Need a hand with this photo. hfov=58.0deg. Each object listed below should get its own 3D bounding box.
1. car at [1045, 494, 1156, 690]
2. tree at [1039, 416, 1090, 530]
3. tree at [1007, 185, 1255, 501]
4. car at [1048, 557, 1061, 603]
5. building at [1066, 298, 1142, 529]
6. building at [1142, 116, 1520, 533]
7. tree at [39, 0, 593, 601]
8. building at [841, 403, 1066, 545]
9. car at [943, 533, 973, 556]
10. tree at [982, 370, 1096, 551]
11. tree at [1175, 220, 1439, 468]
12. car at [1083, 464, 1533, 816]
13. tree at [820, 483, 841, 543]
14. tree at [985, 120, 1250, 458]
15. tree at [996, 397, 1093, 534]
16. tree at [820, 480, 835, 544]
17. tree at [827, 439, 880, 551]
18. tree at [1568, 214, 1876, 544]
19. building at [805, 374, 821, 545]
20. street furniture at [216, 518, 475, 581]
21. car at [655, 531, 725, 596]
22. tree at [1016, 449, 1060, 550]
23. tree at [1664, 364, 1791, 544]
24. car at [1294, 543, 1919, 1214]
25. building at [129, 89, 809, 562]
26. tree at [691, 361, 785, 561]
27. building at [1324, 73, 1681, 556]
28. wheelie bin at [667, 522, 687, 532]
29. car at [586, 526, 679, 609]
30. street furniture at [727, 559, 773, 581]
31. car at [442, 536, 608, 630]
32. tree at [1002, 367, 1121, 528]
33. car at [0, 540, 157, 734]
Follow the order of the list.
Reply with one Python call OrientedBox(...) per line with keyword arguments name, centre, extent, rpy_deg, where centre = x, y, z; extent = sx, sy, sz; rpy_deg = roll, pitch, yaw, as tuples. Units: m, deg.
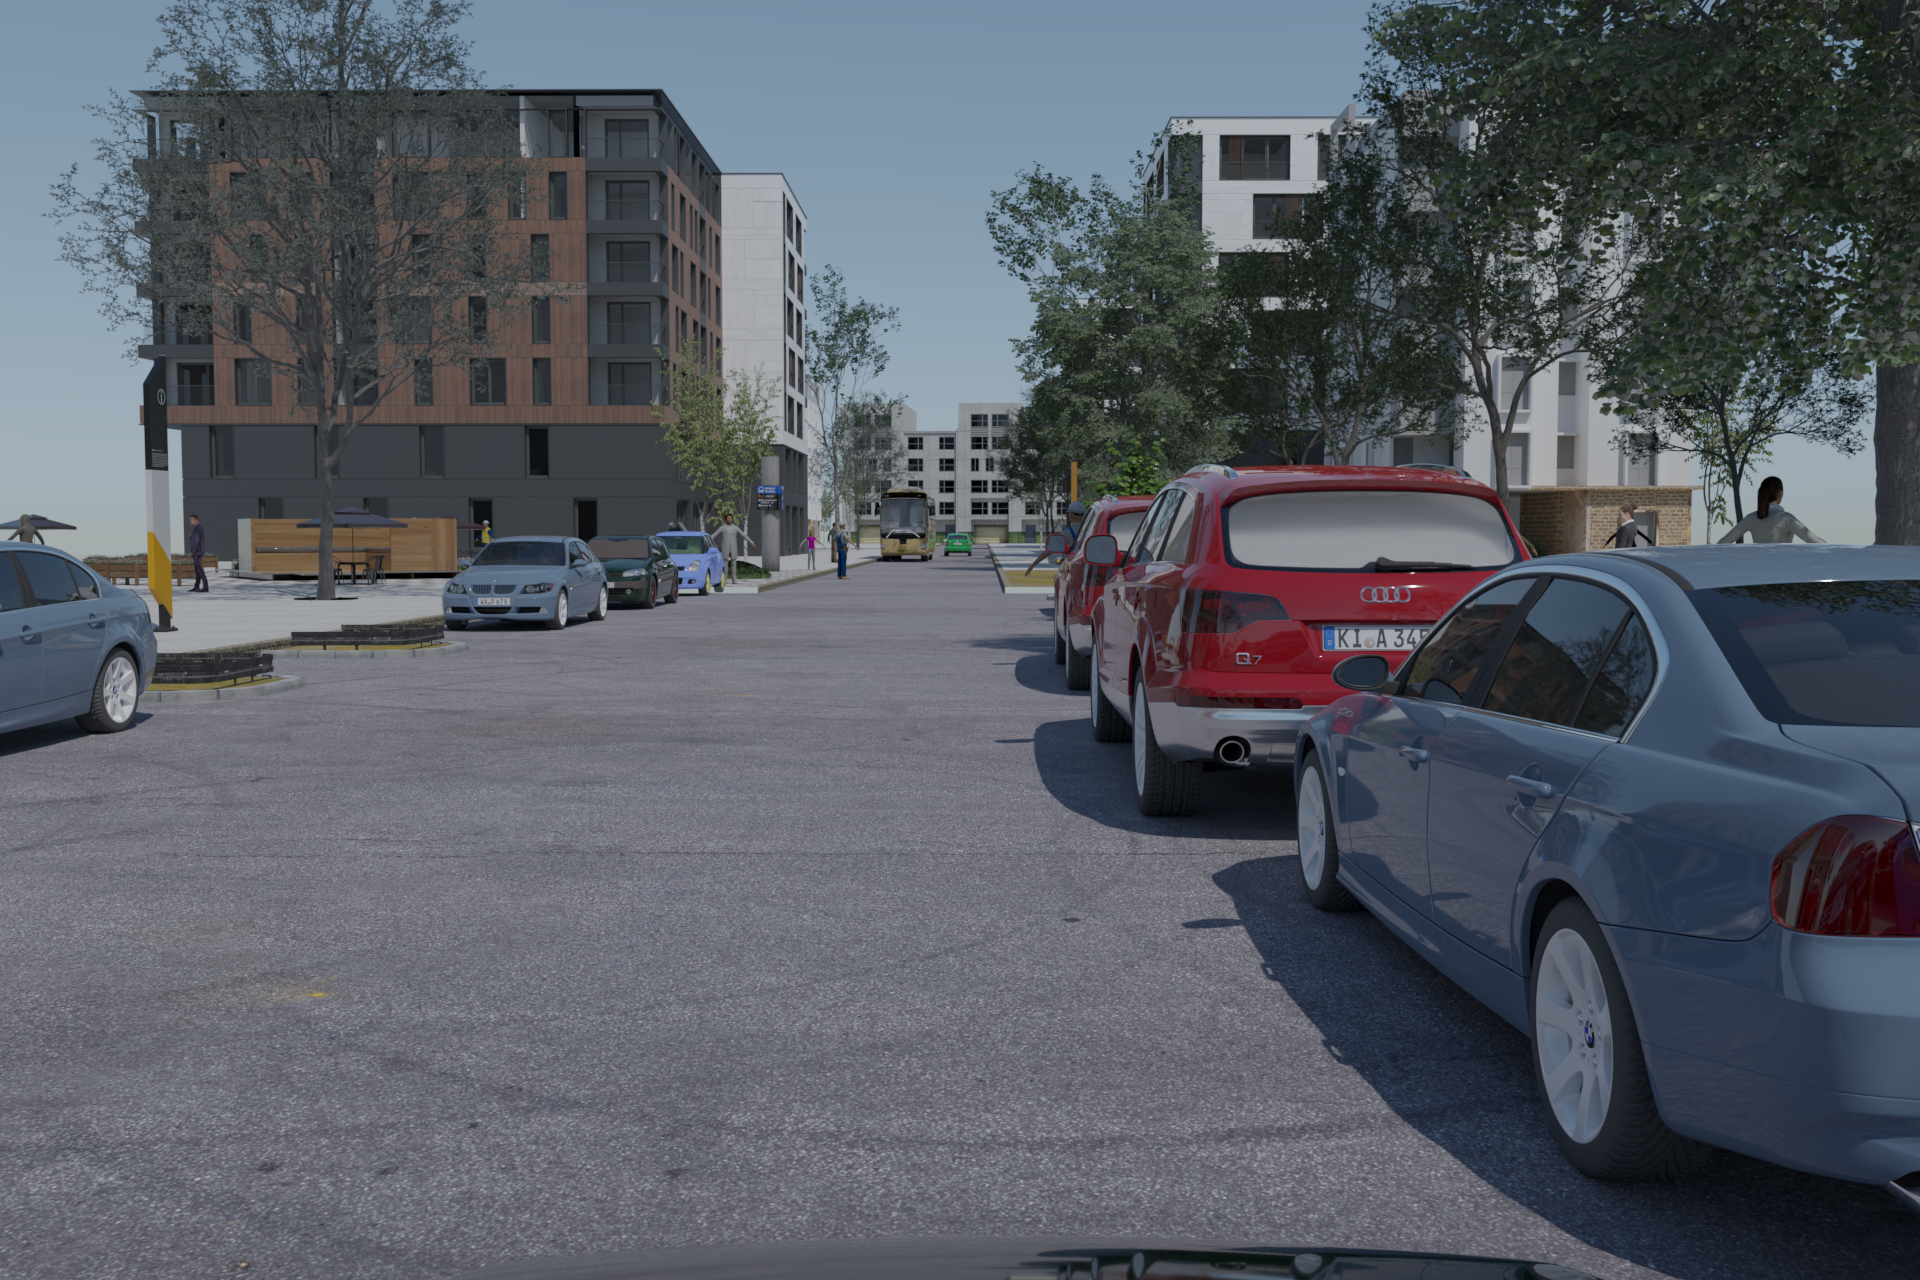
OrientedBox(name="car", centre=(2.015, -0.535, 17.426), extent=(2.281, 1.827, 5.304), rpy_deg=(0, 4, 1))
OrientedBox(name="tree", centre=(7.240, -9.546, 106.437), extent=(4.360, 8.622, 3.978), rpy_deg=(0, 3, 0))
OrientedBox(name="tree", centre=(6.603, -9.708, 65.379), extent=(9.857, 13.997, 8.962), rpy_deg=(0, 3, 0))
OrientedBox(name="car", centre=(2.623, -1.289, 31.297), extent=(2.015, 1.641, 3.980), rpy_deg=(0, 4, 0))
OrientedBox(name="building", centre=(24.046, -19.703, 166.116), extent=(27.936, 21.610, 32.646), rpy_deg=(0, 4, 1))
OrientedBox(name="building", centre=(24.326, -15.742, 101.356), extent=(27.936, 21.610, 32.646), rpy_deg=(0, 4, 0))
OrientedBox(name="tree", centre=(-12.177, -7.518, 33.284), extent=(12.009, 13.543, 11.850), rpy_deg=(0, 3, 0))
OrientedBox(name="building", centre=(0.435, -22.692, 239.934), extent=(31.486, 18.905, 16.747), rpy_deg=(0, 4, 5))
OrientedBox(name="car", centre=(-0.114, -6.330, 112.293), extent=(1.959, 1.807, 4.718), rpy_deg=(0, 4, 1))
OrientedBox(name="tree", centre=(6.532, -13.462, 130.480), extent=(12.009, 13.543, 11.850), rpy_deg=(0, 3, 0))
OrientedBox(name="tree", centre=(10.028, -7.110, 50.656), extent=(8.767, 10.594, 7.601), rpy_deg=(2, 4, 23))
OrientedBox(name="car", centre=(1.918, -0.101, 10.323), extent=(2.281, 1.827, 5.304), rpy_deg=(0, 4, 0))
OrientedBox(name="tree", centre=(-18.374, -17.741, 240.432), extent=(4.737, 8.622, 4.395), rpy_deg=(0, 3, 0))
OrientedBox(name="tree", centre=(7.906, -13.634, 78.801), extent=(12.611, 20.169, 13.585), rpy_deg=(0, 3, 0))
OrientedBox(name="tree", centre=(5.980, -11.088, 115.696), extent=(7.601, 10.594, 8.767), rpy_deg=(1, 4, 14))
OrientedBox(name="tree", centre=(-18.672, -17.396, 234.790), extent=(4.737, 8.622, 4.395), rpy_deg=(0, 3, 0))
OrientedBox(name="tree", centre=(-8.756, -11.287, 134.899), extent=(4.360, 8.622, 3.978), rpy_deg=(0, 3, 0))
OrientedBox(name="tree", centre=(21.547, -6.939, 47.871), extent=(8.767, 10.594, 7.601), rpy_deg=(-1, 4, -15))
OrientedBox(name="building", centre=(-22.620, -21.336, 205.266), extent=(16.016, 20.090, 11.380), rpy_deg=(0, 4, 0))
OrientedBox(name="street furniture", centre=(-17.279, -2.783, 52.357), extent=(9.812, 1.723, 11.010), rpy_deg=(-2, 4, -33))
OrientedBox(name="car", centre=(-6.665, -1.941, 41.324), extent=(1.945, 1.707, 3.694), rpy_deg=(0, 4, 0))
OrientedBox(name="tree", centre=(6.911, -11.777, 142.922), extent=(4.360, 8.622, 3.978), rpy_deg=(0, 3, 0))
OrientedBox(name="tree", centre=(25.038, -6.529, 57.115), extent=(4.737, 8.622, 4.395), rpy_deg=(0, 3, 0))
OrientedBox(name="car", centre=(2.218, 0.420, 5.137), extent=(2.014, 1.417, 4.499), rpy_deg=(0, 4, -1))
OrientedBox(name="building", centre=(-24.000, -15.431, 96.265), extent=(27.936, 21.610, 32.646), rpy_deg=(0, 4, 1))
OrientedBox(name="tree", centre=(-9.318, -7.564, 74.026), extent=(4.737, 8.622, 4.395), rpy_deg=(0, 3, 0))
OrientedBox(name="building", centre=(21.763, -13.528, 77.600), extent=(16.016, 20.090, 11.380), rpy_deg=(0, 4, 1))
OrientedBox(name="wheelie bin", centre=(-7.476, -2.340, 46.168), extent=(0.693, 1.594, 0.980), rpy_deg=(0, 4, 0))
OrientedBox(name="car", centre=(-6.704, -1.503, 34.363), extent=(2.009, 1.686, 4.222), rpy_deg=(0, 4, 0))
OrientedBox(name="street furniture", centre=(-8.449, -2.250, 52.411), extent=(5.734, 0.657, 10.072), rpy_deg=(0, 4, -5))
OrientedBox(name="car", centre=(-6.777, -0.942, 27.409), extent=(2.014, 1.417, 4.499), rpy_deg=(0, 4, 1))
OrientedBox(name="tree", centre=(5.825, -9.916, 96.540), extent=(7.601, 10.594, 8.767), rpy_deg=(0, 4, 3))
OrientedBox(name="car", centre=(-6.932, 0.046, 11.246), extent=(2.014, 1.417, 4.499), rpy_deg=(0, 4, 1))
